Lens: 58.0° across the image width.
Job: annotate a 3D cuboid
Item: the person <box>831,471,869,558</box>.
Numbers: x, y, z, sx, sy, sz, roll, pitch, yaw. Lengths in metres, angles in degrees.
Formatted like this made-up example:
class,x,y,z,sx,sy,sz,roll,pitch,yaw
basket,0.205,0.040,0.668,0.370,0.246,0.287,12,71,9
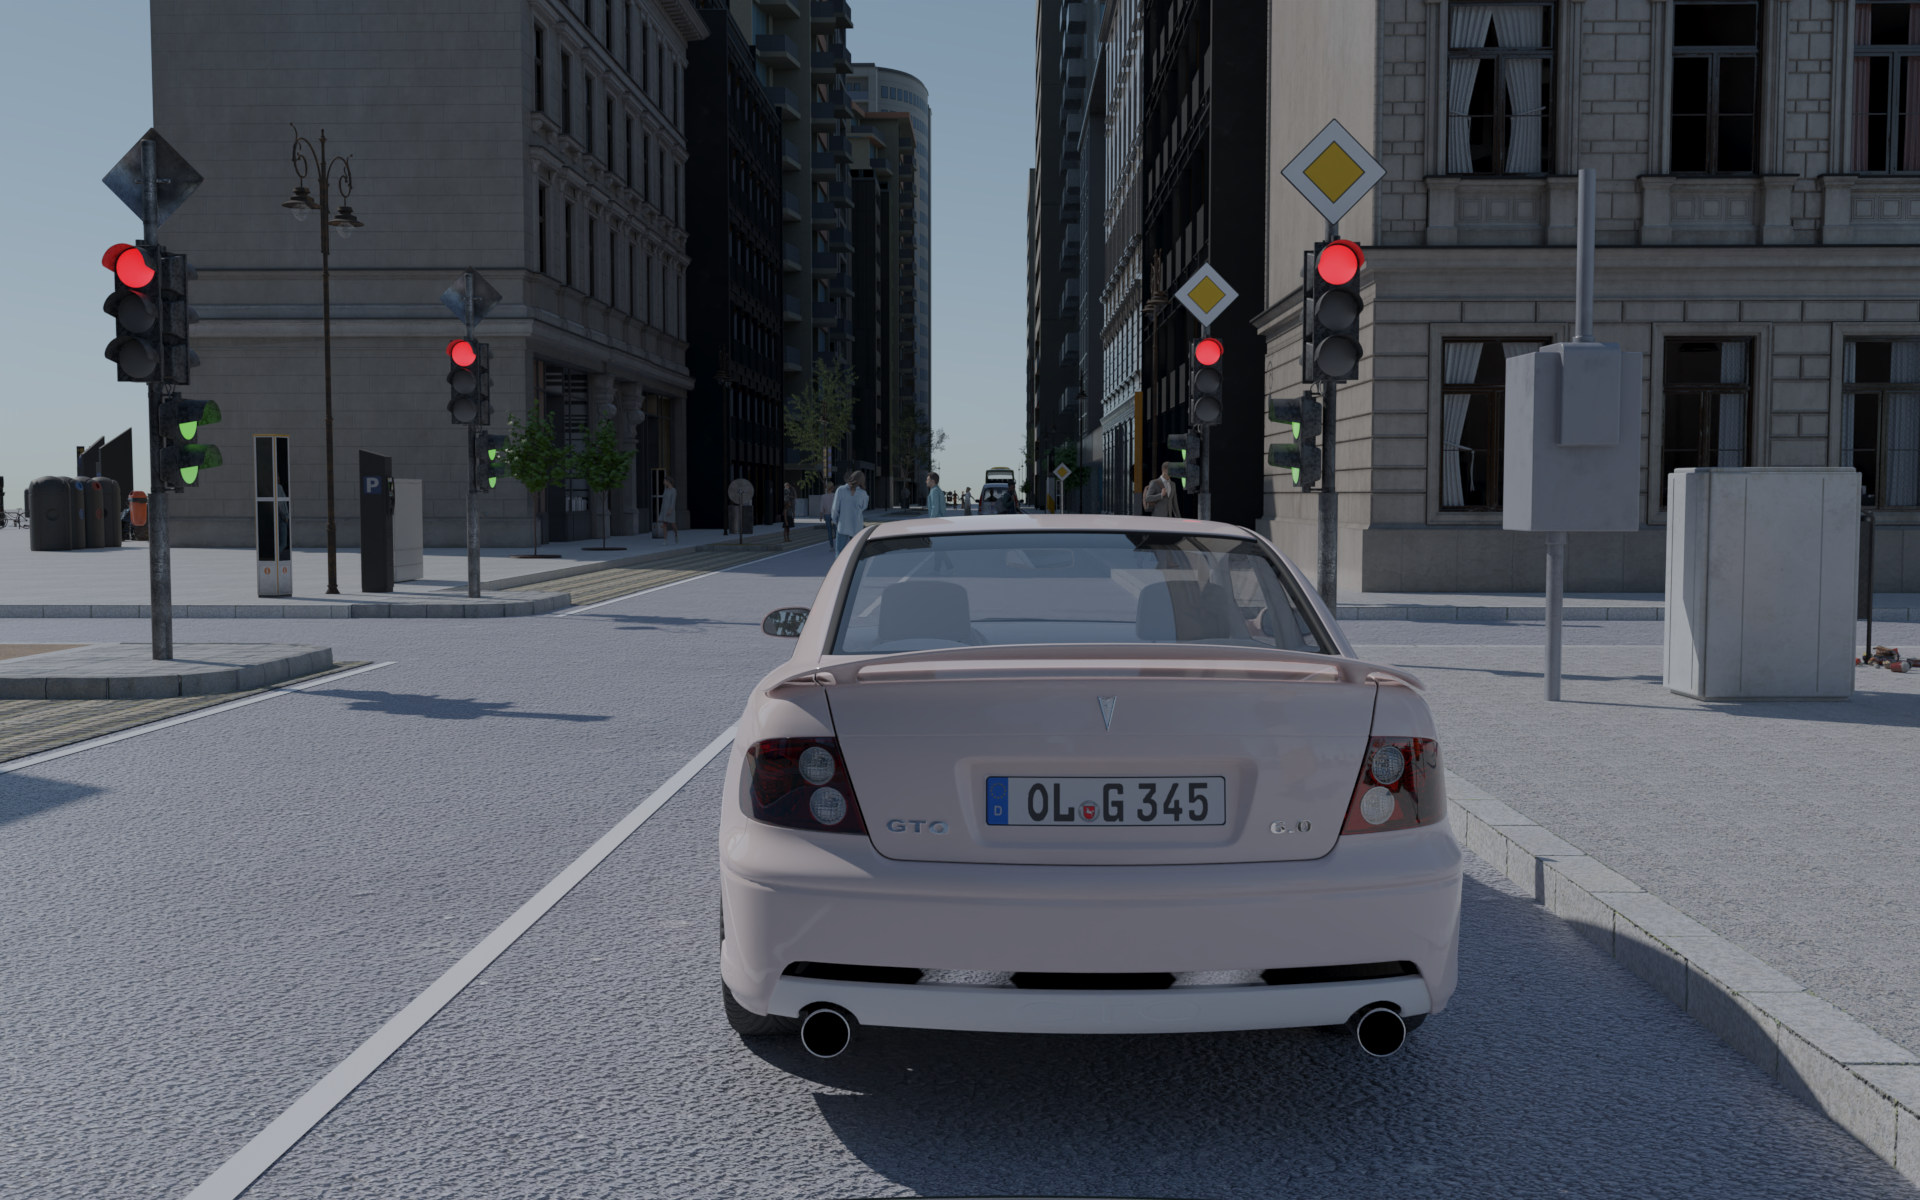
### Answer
class,x,y,z,sx,sy,sz,roll,pitch,yaw
person,-1.727,-1.108,26.879,0.793,1.790,0.793,3,5,39

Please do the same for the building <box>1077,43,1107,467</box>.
class,x,y,z,sx,sy,sz,roll,pitch,yaw
building,13.266,-16.028,81.121,14.314,24.678,30.058,0,4,1

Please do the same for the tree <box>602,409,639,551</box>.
class,x,y,z,sx,sy,sz,roll,pitch,yaw
tree,-8.031,-2.743,39.454,1.663,3.219,1.824,0,3,0

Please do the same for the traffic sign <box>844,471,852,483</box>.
class,x,y,z,sx,sy,sz,roll,pitch,yaw
traffic sign,-6.009,-5.819,95.246,0.768,2.556,0.104,0,4,3

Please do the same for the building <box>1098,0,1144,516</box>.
class,x,y,z,sx,sy,sz,roll,pitch,yaw
building,9.917,-12.717,57.067,9.793,20.994,18.267,0,4,1

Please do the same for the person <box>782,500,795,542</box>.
class,x,y,z,sx,sy,sz,roll,pitch,yaw
person,-5.106,-2.354,51.658,0.373,1.253,0.362,2,4,35

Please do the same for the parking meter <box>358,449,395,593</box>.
class,x,y,z,sx,sy,sz,roll,pitch,yaw
parking meter,-7.597,-1.032,22.590,0.399,1.863,0.255,0,4,1

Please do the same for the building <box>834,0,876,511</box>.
class,x,y,z,sx,sy,sz,roll,pitch,yaw
building,-17.240,-42.610,134.920,20.563,71.187,20.611,0,4,1

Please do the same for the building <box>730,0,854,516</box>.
class,x,y,z,sx,sy,sz,roll,pitch,yaw
building,-18.435,-27.902,110.816,22.147,44.769,28.867,0,4,1

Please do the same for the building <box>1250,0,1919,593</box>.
class,x,y,z,sx,sy,sz,roll,pitch,yaw
building,14.405,-9.898,26.455,19.286,19.102,10.561,0,4,1

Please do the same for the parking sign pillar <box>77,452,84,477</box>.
class,x,y,z,sx,sy,sz,roll,pitch,yaw
parking sign pillar,-39.869,-5.569,79.517,1.447,3.967,1.447,1,4,18

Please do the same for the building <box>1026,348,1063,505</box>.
class,x,y,z,sx,sy,sz,roll,pitch,yaw
building,22.437,-22.919,219.764,27.650,21.520,28.899,0,4,1

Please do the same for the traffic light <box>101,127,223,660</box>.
class,x,y,z,sx,sy,sz,roll,pitch,yaw
traffic light,-6.175,-1.493,13.330,0.839,4.253,0.868,0,4,1

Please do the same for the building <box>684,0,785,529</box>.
class,x,y,z,sx,sy,sz,roll,pitch,yaw
building,-14.292,-14.711,70.206,12.332,23.373,15.834,0,4,1

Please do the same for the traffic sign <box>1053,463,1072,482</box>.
class,x,y,z,sx,sy,sz,roll,pitch,yaw
traffic sign,4.275,-4.425,72.080,0.795,2.593,0.064,0,4,5

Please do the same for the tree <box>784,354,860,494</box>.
class,x,y,z,sx,sy,sz,roll,pitch,yaw
tree,-7.165,-8.582,90.673,4.737,8.622,4.395,0,3,0

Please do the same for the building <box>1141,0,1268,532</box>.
class,x,y,z,sx,sy,sz,roll,pitch,yaw
building,11.030,-12.860,39.946,12.332,23.373,15.834,0,4,1

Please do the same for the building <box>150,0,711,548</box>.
class,x,y,z,sx,sy,sz,roll,pitch,yaw
building,-14.582,-11.682,41.912,10.553,20.767,40.483,0,4,1

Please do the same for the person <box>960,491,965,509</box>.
class,x,y,z,sx,sy,sz,roll,pitch,yaw
person,0.248,-9.560,165.607,0.445,1.727,0.742,0,4,4

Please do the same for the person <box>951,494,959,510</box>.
class,x,y,z,sx,sy,sz,roll,pitch,yaw
person,-0.413,-9.040,159.562,1.065,1.426,0.557,-2,4,-30

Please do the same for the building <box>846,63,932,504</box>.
class,x,y,z,sx,sy,sz,roll,pitch,yaw
building,-14.953,-42.596,238.438,21.231,58.520,28.212,0,4,1

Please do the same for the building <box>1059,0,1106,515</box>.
class,x,y,z,sx,sy,sz,roll,pitch,yaw
building,18.206,-30.525,118.700,23.786,49.044,30.456,0,4,1

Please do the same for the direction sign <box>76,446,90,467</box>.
class,x,y,z,sx,sy,sz,roll,pitch,yaw
direction sign,-41.175,-5.490,81.761,0.876,3.537,0.379,-1,4,-19

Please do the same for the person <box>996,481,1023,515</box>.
class,x,y,z,sx,sy,sz,roll,pitch,yaw
person,1.311,-2.252,45.660,0.721,1.781,0.623,0,4,5

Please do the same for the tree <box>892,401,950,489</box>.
class,x,y,z,sx,sy,sz,roll,pitch,yaw
tree,-5.448,-14.608,173.256,7.601,10.594,8.767,3,5,39

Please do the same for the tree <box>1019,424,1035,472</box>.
class,x,y,z,sx,sy,sz,roll,pitch,yaw
tree,8.346,-14.165,181.964,4.737,8.622,4.395,0,3,0

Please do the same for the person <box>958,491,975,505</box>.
class,x,y,z,sx,sy,sz,roll,pitch,yaw
person,0.443,-6.429,114.316,1.217,1.736,0.721,-1,4,-16

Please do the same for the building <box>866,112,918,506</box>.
class,x,y,z,sx,sy,sz,roll,pitch,yaw
building,-16.156,-33.060,195.161,22.147,44.769,28.867,0,4,1

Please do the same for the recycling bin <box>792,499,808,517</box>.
class,x,y,z,sx,sy,sz,roll,pitch,yaw
recycling bin,-8.923,-5.133,96.481,0.722,1.027,0.722,1,4,10

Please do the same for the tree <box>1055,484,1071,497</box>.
class,x,y,z,sx,sy,sz,roll,pitch,yaw
tree,6.223,-6.678,103.791,1.663,3.219,1.824,0,3,0

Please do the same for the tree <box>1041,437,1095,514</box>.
class,x,y,z,sx,sy,sz,roll,pitch,yaw
tree,6.297,-7.065,99.232,4.285,4.588,4.351,0,3,0

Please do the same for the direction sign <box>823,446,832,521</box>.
class,x,y,z,sx,sy,sz,roll,pitch,yaw
direction sign,-6.305,-5.531,82.436,0.379,3.537,0.876,-2,4,-30

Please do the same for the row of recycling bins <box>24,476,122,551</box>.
class,x,y,z,sx,sy,sz,roll,pitch,yaw
row of recycling bins,-20.685,-2.040,40.463,1.069,1.692,3.534,0,4,-3

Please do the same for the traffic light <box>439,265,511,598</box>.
class,x,y,z,sx,sy,sz,roll,pitch,yaw
traffic light,-5.992,-1.981,21.313,0.839,4.253,0.868,0,4,1

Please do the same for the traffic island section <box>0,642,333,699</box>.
class,x,y,z,sx,sy,sz,roll,pitch,yaw
traffic island section,-6.215,0.539,13.466,2.009,0.180,2.903,0,4,1

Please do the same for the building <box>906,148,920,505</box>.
class,x,y,z,sx,sy,sz,roll,pitch,yaw
building,-12.251,-34.706,217.551,14.600,45.320,14.200,0,4,1

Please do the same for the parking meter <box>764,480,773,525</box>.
class,x,y,z,sx,sy,sz,roll,pitch,yaw
parking meter,-7.858,-4.001,71.122,0.255,1.863,0.399,1,4,17

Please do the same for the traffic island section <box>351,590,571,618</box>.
class,x,y,z,sx,sy,sz,roll,pitch,yaw
traffic island section,-6.032,0.051,21.449,2.009,0.180,2.903,0,4,1

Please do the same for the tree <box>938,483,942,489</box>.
class,x,y,z,sx,sy,sz,roll,pitch,yaw
tree,-3.780,-16.000,256.194,1.663,3.219,1.824,0,3,0

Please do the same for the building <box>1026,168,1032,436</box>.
class,x,y,z,sx,sy,sz,roll,pitch,yaw
building,20.224,-37.951,244.199,21.300,48.544,21.600,0,4,1

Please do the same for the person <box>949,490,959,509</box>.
class,x,y,z,sx,sy,sz,roll,pitch,yaw
person,-0.522,-9.860,169.741,1.348,1.821,0.705,-3,5,-43

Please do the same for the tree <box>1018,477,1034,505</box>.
class,x,y,z,sx,sy,sz,roll,pitch,yaw
tree,7.686,-12.798,203.843,1.663,3.219,1.824,0,3,0

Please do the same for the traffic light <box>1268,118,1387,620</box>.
class,x,y,z,sx,sy,sz,roll,pitch,yaw
traffic light,2.784,-1.481,13.141,0.839,4.253,0.868,0,4,1

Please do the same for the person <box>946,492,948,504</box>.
class,x,y,z,sx,sy,sz,roll,pitch,yaw
person,-1.654,-13.723,233.584,0.721,1.743,1.217,0,4,-7

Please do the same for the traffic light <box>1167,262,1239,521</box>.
class,x,y,z,sx,sy,sz,roll,pitch,yaw
traffic light,2.967,-1.970,21.124,0.839,4.253,0.868,0,4,1

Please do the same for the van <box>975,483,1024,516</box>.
class,x,y,z,sx,sy,sz,roll,pitch,yaw
van,1.592,-3.864,70.194,2.013,2.044,4.112,0,4,3

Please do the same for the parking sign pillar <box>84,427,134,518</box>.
class,x,y,z,sx,sy,sz,roll,pitch,yaw
parking sign pillar,-33.825,-4.945,69.322,1.447,3.967,1.447,3,4,37

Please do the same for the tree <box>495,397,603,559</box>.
class,x,y,z,sx,sy,sz,roll,pitch,yaw
tree,-8.401,-2.454,34.722,1.663,3.219,1.824,0,3,0

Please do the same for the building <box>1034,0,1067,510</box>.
class,x,y,z,sx,sy,sz,roll,pitch,yaw
building,17.177,-31.916,145.527,21.300,48.544,21.600,0,4,1

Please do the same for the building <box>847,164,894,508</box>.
class,x,y,z,sx,sy,sz,roll,pitch,yaw
building,-13.396,-23.356,153.577,14.160,30.474,14.107,0,4,1
